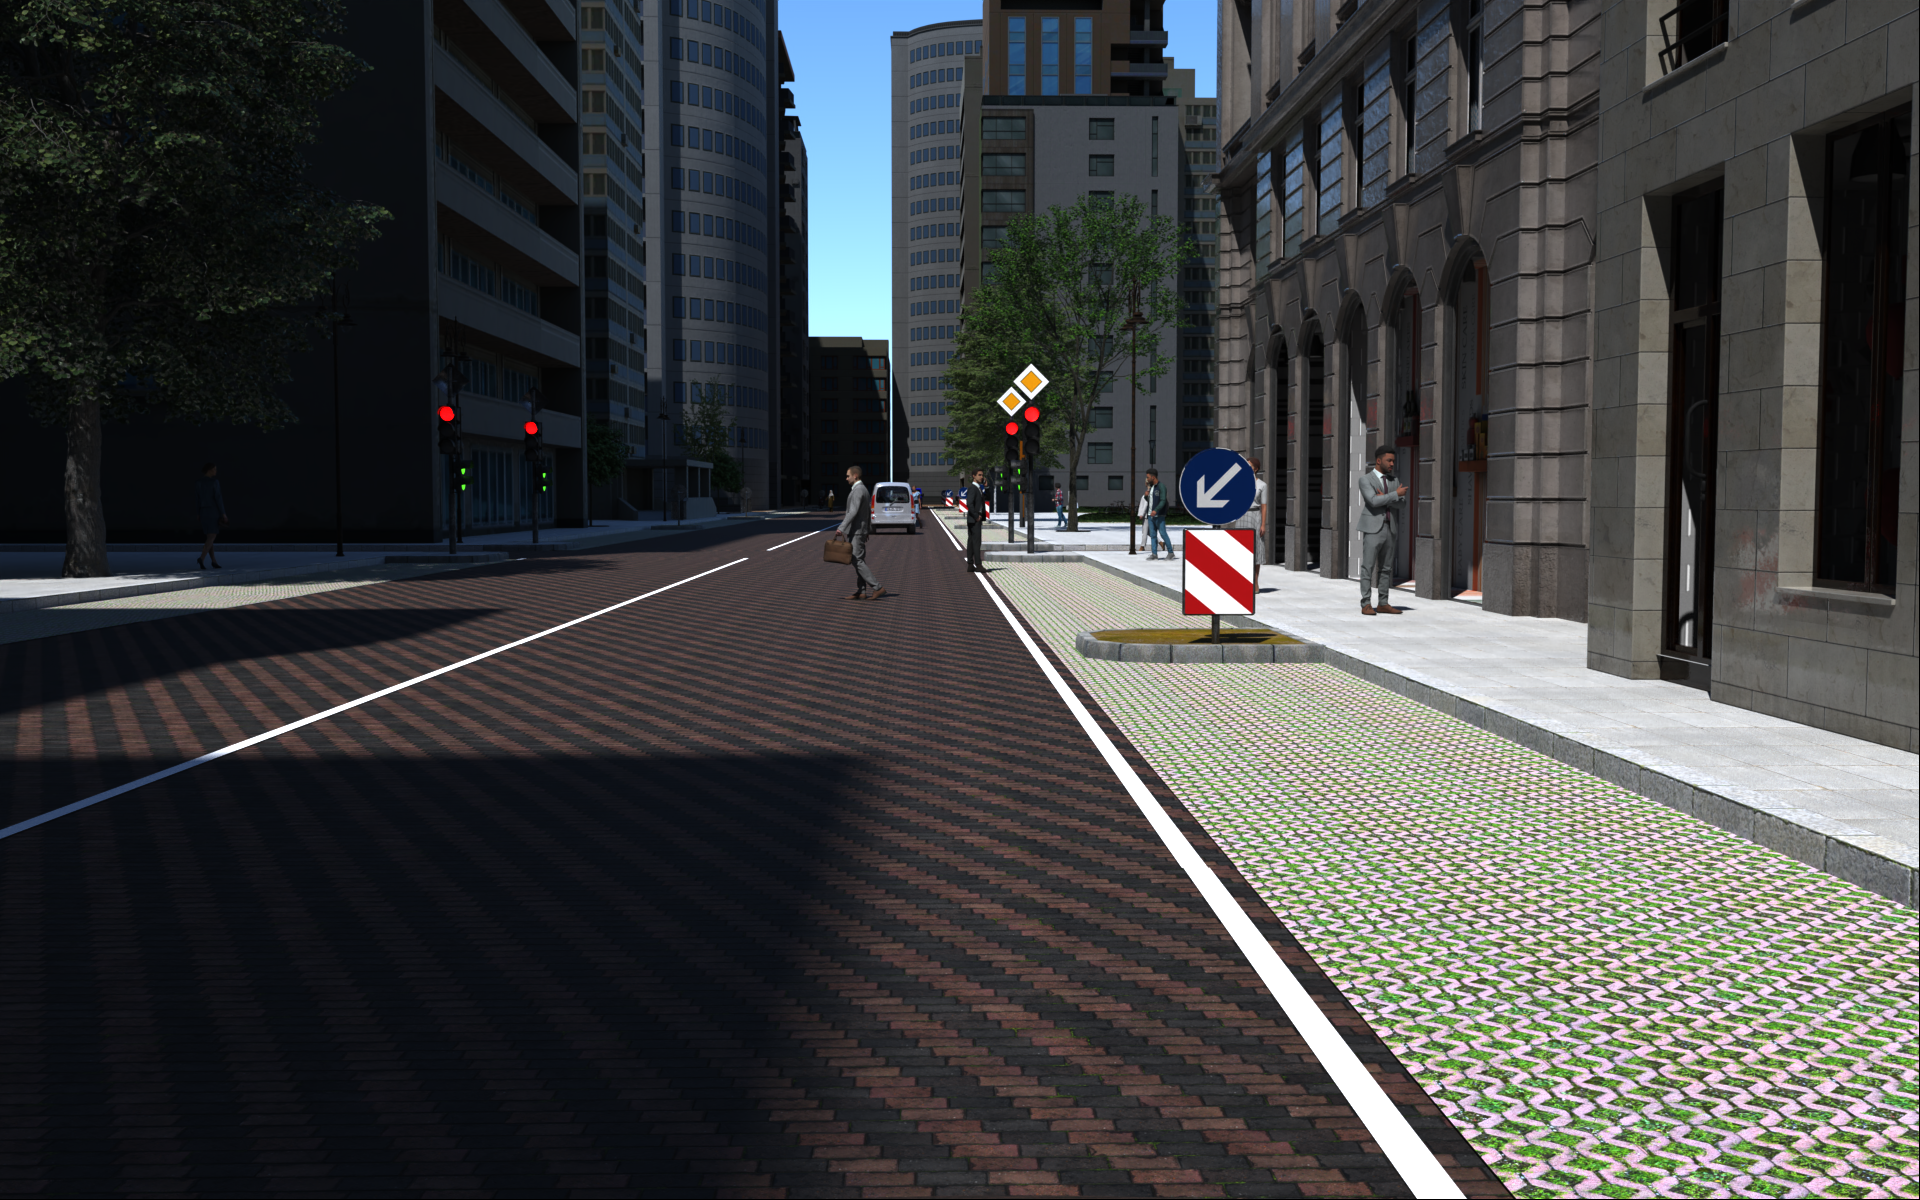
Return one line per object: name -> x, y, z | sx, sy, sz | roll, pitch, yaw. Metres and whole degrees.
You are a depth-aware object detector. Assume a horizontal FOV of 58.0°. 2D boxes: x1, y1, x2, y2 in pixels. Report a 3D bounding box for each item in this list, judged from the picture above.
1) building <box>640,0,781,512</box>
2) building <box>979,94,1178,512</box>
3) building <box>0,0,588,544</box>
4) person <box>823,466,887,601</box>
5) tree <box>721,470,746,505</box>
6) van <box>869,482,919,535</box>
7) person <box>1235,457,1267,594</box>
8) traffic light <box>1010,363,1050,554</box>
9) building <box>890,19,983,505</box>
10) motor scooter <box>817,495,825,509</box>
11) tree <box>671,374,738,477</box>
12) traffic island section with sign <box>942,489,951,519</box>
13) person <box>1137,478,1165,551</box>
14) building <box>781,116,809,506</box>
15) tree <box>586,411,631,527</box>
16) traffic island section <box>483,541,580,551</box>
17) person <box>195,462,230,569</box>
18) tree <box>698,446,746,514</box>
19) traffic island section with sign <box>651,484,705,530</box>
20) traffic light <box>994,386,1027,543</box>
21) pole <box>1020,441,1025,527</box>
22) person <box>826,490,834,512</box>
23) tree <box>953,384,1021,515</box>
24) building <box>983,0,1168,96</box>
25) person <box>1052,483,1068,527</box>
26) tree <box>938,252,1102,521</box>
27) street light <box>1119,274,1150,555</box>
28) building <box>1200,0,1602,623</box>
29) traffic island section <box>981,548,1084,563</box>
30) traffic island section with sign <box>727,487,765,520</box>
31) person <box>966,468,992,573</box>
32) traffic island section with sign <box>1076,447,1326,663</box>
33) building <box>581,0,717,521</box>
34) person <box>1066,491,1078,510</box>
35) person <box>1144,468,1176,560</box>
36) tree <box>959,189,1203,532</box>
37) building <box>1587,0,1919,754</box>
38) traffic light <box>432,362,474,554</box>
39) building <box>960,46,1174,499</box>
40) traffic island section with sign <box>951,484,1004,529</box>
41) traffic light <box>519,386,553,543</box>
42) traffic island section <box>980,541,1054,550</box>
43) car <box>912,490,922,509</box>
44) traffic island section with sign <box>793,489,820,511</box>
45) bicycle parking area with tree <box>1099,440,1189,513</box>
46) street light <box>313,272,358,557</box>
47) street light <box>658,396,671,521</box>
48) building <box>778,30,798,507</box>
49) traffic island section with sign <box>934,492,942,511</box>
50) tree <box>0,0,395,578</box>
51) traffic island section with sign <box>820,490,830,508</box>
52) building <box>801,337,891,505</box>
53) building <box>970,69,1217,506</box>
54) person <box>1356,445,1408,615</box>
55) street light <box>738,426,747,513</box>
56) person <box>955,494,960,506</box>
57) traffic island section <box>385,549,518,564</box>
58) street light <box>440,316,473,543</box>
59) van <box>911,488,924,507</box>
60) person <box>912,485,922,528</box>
building -> -25.553, -36.149, 133.034 | 21.231, 58.520, 28.212 | 0, 4, -1
building -> 8.368, -21.858, 129.074 | 14.160, 30.474, 14.107 | 0, 4, -1
building -> -24.580, -26.305, 53.792 | 21.300, 48.544, 21.600 | 0, 4, -1
person -> -1.403, -0.907, 23.443 | 0.853, 1.813, 0.709 | 0, 4, 3
tree -> -14.943, -7.375, 115.190 | 1.663, 3.219, 1.824 | 0, 3, 0
van -> -2.464, -3.397, 62.551 | 2.013, 2.044, 4.112 | 0, 4, -3
person -> 3.678, -0.955, 22.231 | 0.480, 1.755, 0.524 | 2, 4, 23
traffic light -> 1.509, -2.959, 37.300 | 0.839, 4.253, 0.868 | 0, 4, -1
building -> 5.648, -41.108, 214.117 | 28.212, 58.520, 21.231 | 0, 4, -1
motor scooter -> -13.358, -9.401, 166.487 | 0.815, 1.314, 1.986 | 0, 4, 0
tree -> -15.515, -9.516, 105.951 | 4.737, 8.622, 4.395 | 0, 3, 0
traffic island section with sign -> 0.121, -5.476, 98.157 | 1.989, 1.847, 2.006 | 0, 4, -1
person -> 4.596, -2.034, 41.629 | 0.818, 1.842, 0.514 | 0, 4, -4
building -> -23.711, -30.926, 189.228 | 14.086, 41.232, 14.154 | 0, 4, -1
tree -> -14.672, -5.173, 68.288 | 4.285, 4.588, 4.351 | 0, 3, 0
traffic island section -> -11.076, -1.396, 45.112 | 2.009, 0.180, 2.903 | 0, 4, -1
person -> -12.853, -1.438, 29.582 | 0.581, 1.822, 0.654 | 2, 4, 27
tree -> -15.603, -7.798, 111.218 | 4.285, 4.588, 4.351 | 0, 3, 0
traffic island section with sign -> -11.333, -3.742, 69.814 | 1.989, 1.847, 2.006 | 0, 4, -1
traffic light -> 1.322, -3.447, 45.283 | 0.839, 4.253, 0.868 | 0, 4, -1
pole -> 2.397, -4.441, 66.448 | 0.158, 3.312, 0.155 | 0, 3, 0
person -> -10.252, -7.794, 136.661 | 0.721, 1.736, 1.217 | -2, 4, -35
tree -> 1.922, -9.503, 105.743 | 4.360, 8.622, 3.978 | 0, 3, 0
building -> 9.013, -30.161, 143.247 | 14.600, 45.320, 14.200 | 0, 4, -1
person -> 3.858, -3.654, 66.622 | 0.643, 1.720, 0.563 | 0, 4, 4
tree -> 2.920, -9.948, 80.781 | 7.486, 12.596, 7.792 | 0, 3, 0
street light -> 3.667, -3.903, 36.604 | 0.468, 5.910, 1.993 | 0, 4, -1
building -> 11.485, -11.186, 24.687 | 13.314, 21.916, 24.055 | 0, 4, -1
traffic island section -> 1.550, -0.926, 37.415 | 2.009, 0.180, 2.903 | 0, 4, -1
traffic island section with sign -> -11.970, -5.418, 97.212 | 1.989, 1.847, 2.006 | 0, 4, -1
person -> 0.350, -1.457, 31.678 | 0.474, 1.900, 0.648 | 0, 4, 0
traffic island section with sign -> 2.069, -0.420, 15.495 | 1.989, 1.847, 2.006 | 0, 4, -1
building -> -29.790, -24.350, 90.007 | 32.217, 40.220, 23.993 | 0, 4, -1
person -> 5.924, -5.177, 91.038 | 0.624, 1.780, 0.694 | -3, 5, -39
person -> 3.807, -1.660, 33.529 | 0.721, 1.781, 0.623 | -3, 4, -36
tree -> 3.998, -8.120, 58.519 | 9.928, 11.665, 9.643 | 0, 3, 0
building -> 10.002, -9.120, 3.866 | 10.420, 20.320, 16.860 | 0, 4, -1
traffic light -> -10.848, -2.940, 36.996 | 0.839, 4.253, 0.868 | 0, 4, -1
building -> 10.856, -34.331, 185.018 | 21.300, 48.544, 21.600 | 0, 4, -1
traffic island section with sign -> 0.764, -3.821, 71.106 | 1.989, 1.847, 2.006 | 0, 4, -1
traffic light -> -11.035, -3.429, 44.978 | 0.839, 4.253, 0.868 | 0, 4, -1
traffic island section -> 1.362, -1.414, 45.398 | 2.009, 0.180, 2.903 | 0, 4, -1
car -> -4.802, -9.742, 167.962 | 2.281, 1.827, 5.304 | 0, 4, -2
traffic island section with sign -> -13.136, -8.454, 146.851 | 1.989, 1.847, 2.006 | 0, 4, -1
bicycle parking area with tree -> 12.101, -6.536, 93.872 | 8.231, 4.147, 9.016 | -2, 4, -27
street light -> -12.761, -3.834, 35.473 | 0.468, 5.910, 1.993 | 0, 4, -1
street light -> -13.912, -6.648, 81.477 | 0.468, 5.910, 1.993 | 0, 4, -1
building -> -26.900, -31.028, 161.930 | 22.147, 44.769, 28.867 | 0, 4, -1
traffic island section with sign -> -1.035, -8.506, 147.697 | 1.989, 1.847, 2.006 | 0, 4, -1
tree -> -13.532, -7.335, 26.578 | 9.857, 13.997, 8.962 | 0, 3, 0
traffic island section with sign -> -13.772, -10.102, 173.799 | 1.989, 1.847, 2.006 | 0, 4, -1
building -> -23.401, -22.778, 217.467 | 28.899, 21.520, 27.650 | 0, 4, -1
building -> 17.198, -28.794, 162.660 | 32.217, 40.220, 23.993 | 0, 4, -1
person -> 4.505, -0.744, 18.397 | 0.511, 1.800, 0.466 | -3, 5, -40
street light -> -14.759, -8.868, 117.779 | 0.468, 5.910, 1.993 | 0, 4, -1
person -> -0.172, -10.819, 186.162 | 0.697, 1.427, 0.421 | 0, 4, -5
traffic island section -> -10.888, -0.908, 37.129 | 2.009, 0.180, 2.903 | 0, 4, -1
street light -> -13.101, -4.427, 45.174 | 0.468, 5.910, 1.993 | 0, 4, -1
van -> -5.085, -11.367, 190.232 | 2.240, 2.365, 5.245 | 0, 4, -1
person -> -1.883, -3.847, 71.494 | 0.616, 1.811, 0.778 | 2, 4, 35
